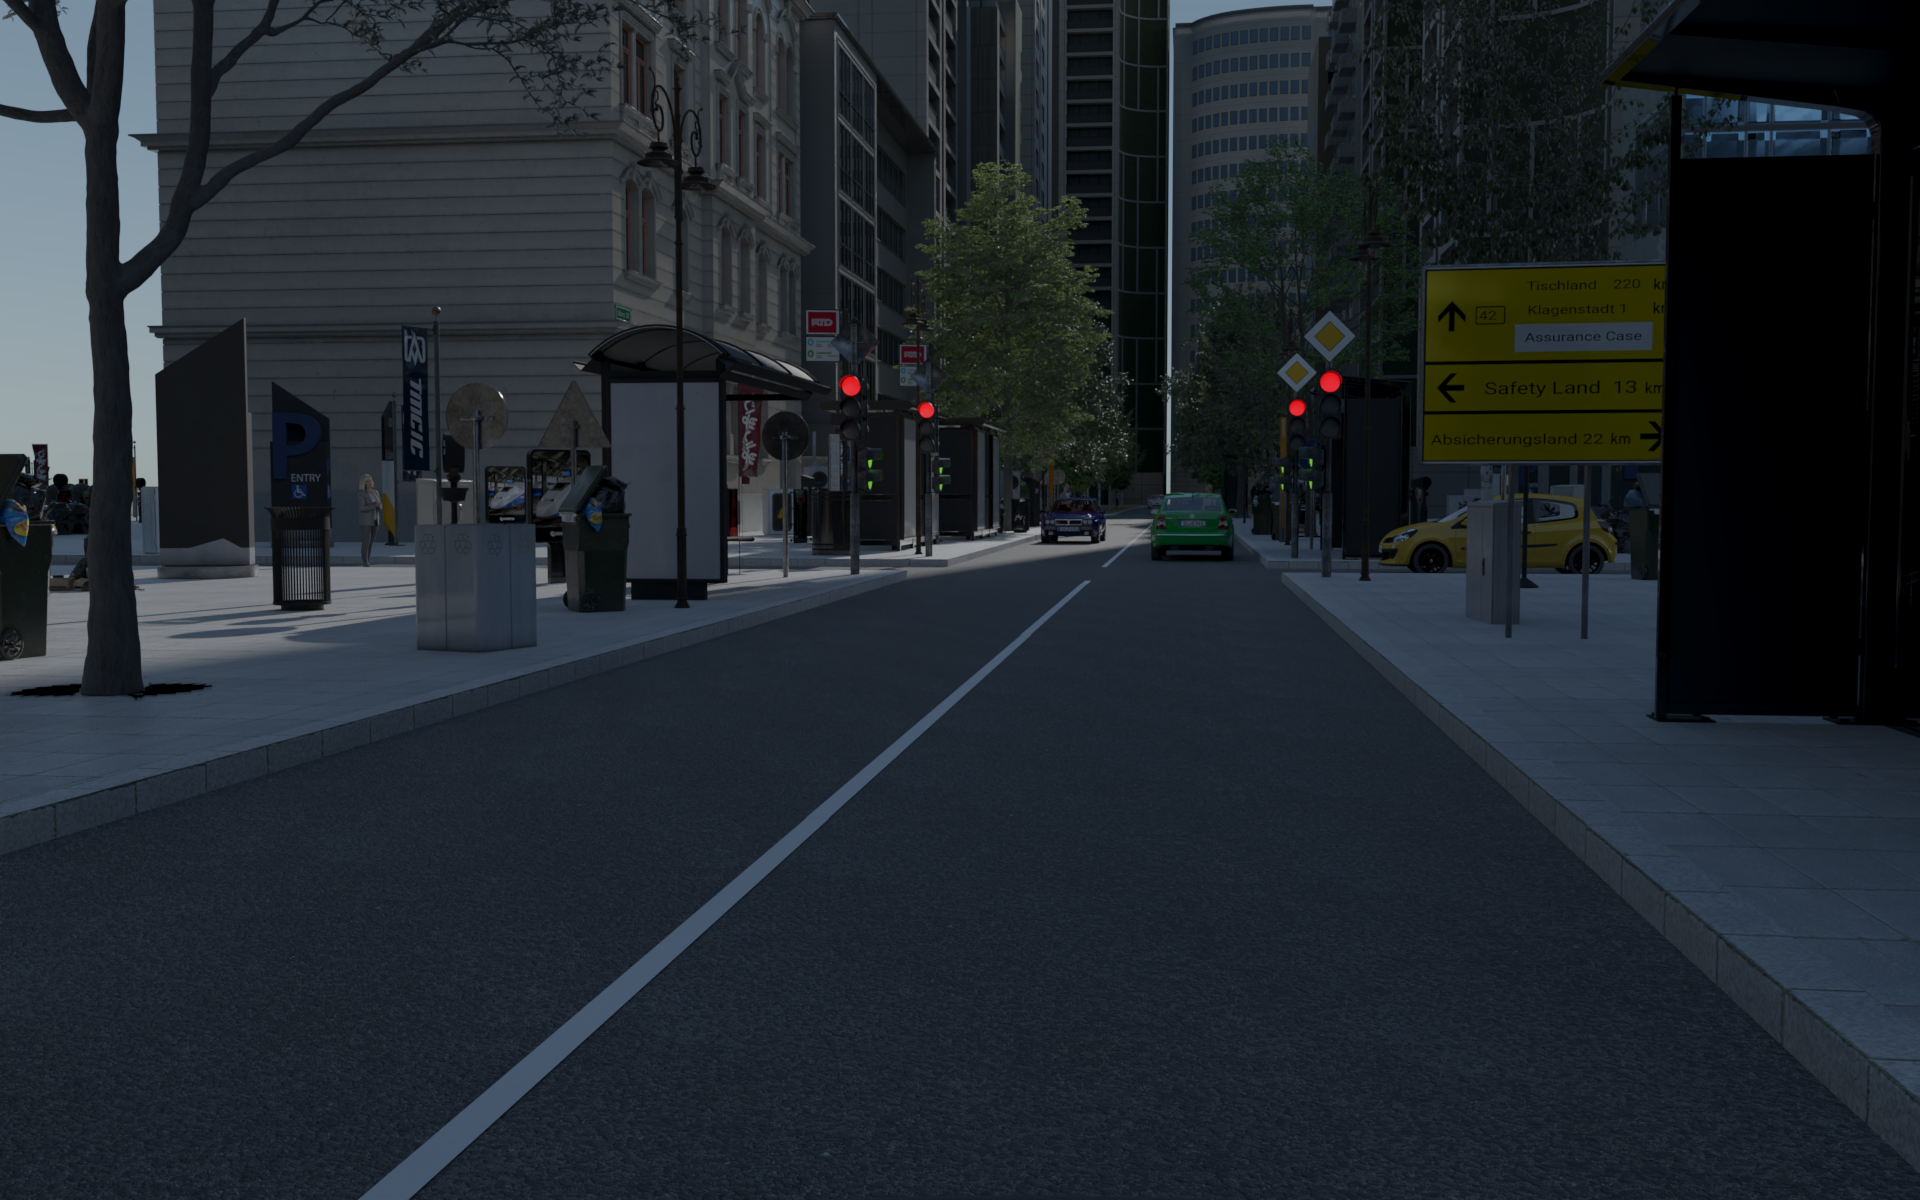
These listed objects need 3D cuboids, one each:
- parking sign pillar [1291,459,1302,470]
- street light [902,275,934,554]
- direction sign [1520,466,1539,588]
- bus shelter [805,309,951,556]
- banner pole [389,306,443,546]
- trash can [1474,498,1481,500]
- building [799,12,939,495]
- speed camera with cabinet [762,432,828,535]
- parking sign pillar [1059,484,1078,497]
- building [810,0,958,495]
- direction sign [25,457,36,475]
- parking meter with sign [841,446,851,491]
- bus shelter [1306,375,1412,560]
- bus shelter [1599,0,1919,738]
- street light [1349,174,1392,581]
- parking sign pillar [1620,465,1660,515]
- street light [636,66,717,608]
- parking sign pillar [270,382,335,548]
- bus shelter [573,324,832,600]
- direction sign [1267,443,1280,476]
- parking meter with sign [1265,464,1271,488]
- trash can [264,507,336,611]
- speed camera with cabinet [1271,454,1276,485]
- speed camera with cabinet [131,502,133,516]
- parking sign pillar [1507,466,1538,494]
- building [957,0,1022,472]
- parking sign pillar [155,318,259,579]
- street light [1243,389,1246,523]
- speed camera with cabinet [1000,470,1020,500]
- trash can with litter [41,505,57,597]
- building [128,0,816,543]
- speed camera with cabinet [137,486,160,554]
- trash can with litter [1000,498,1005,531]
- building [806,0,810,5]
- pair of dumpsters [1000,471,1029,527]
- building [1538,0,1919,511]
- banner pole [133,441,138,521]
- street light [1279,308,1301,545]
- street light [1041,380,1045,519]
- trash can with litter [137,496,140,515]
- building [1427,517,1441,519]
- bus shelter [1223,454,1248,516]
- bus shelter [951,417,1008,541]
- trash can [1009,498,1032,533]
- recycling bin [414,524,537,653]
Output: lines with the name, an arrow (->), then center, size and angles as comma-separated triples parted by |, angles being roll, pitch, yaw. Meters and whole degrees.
parking sign pillar -> 19.823, -6.948, 102.072 | 1.447, 3.967, 1.447 | 1, 4, 23
street light -> -0.883, -3.910, 36.717 | 0.468, 5.910, 1.993 | 0, 4, 7
direction sign -> 7.734, -1.935, 23.642 | 0.379, 3.537, 0.876 | 0, 4, -2
bus shelter -> -1.937, -3.827, 40.209 | 2.179, 5.291, 8.768 | 0, 4, 7
banner pole -> -7.091, -2.017, 22.988 | 0.401, 3.779, 0.863 | 2, 4, 27
trash can -> 18.532, -3.030, 61.197 | 0.748, 1.137, 0.748 | 0, 3, 0
building -> -10.090, -16.151, 83.128 | 14.314, 24.678, 30.058 | 0, 4, 7
speed camera with cabinet -> -5.155, -3.675, 54.424 | 2.038, 3.252, 0.660 | -2, 4, -25
parking sign pillar -> 6.190, -6.792, 99.514 | 1.447, 3.967, 1.447 | -3, 5, -41
building -> -1.980, -44.673, 168.647 | 20.611, 71.187, 20.563 | 0, 4, 7
direction sign -> -61.820, -7.551, 115.455 | 0.379, 3.537, 0.876 | 3, 5, 42
parking meter with sign -> -4.172, -4.047, 62.437 | 0.543, 3.016, 1.738 | -1, 4, -8
bus shelter -> 8.387, -2.780, 36.742 | 1.731, 3.624, 6.357 | 0, 4, 8
bus shelter -> 4.049, -0.941, 6.670 | 1.731, 3.624, 6.357 | 0, 4, 7
street light -> 5.989, -3.220, 25.437 | 0.468, 5.910, 1.993 | 0, 4, 7
parking sign pillar -> 16.252, -3.198, 40.758 | 1.447, 3.967, 1.447 | 1, 4, 20
street light -> -3.130, -2.847, 19.338 | 0.468, 5.910, 1.993 | 0, 4, 7
parking sign pillar -> -15.806, -3.245, 41.521 | 1.447, 3.967, 1.447 | 0, 4, -6
bus shelter -> -3.272, -1.803, 23.409 | 2.014, 3.302, 5.546 | 0, 4, 7
direction sign -> 14.030, -5.180, 76.693 | 0.876, 3.537, 0.379 | 1, 4, 16
parking meter with sign -> 18.252, -6.439, 101.541 | 0.543, 3.016, 1.738 | 1, 4, 21
trash can -> -7.306, -0.462, 19.208 | 0.748, 1.137, 0.748 | 0, 3, 0
speed camera with cabinet -> 15.041, -5.339, 81.633 | 0.660, 3.252, 2.038 | 0, 4, 7
speed camera with cabinet -> -49.244, -6.667, 103.349 | 0.660, 3.252, 2.038 | -3, 4, -39
parking sign pillar -> 25.405, -5.395, 76.688 | 1.447, 3.967, 1.447 | -3, 4, -36
building -> -2.720, -27.852, 138.973 | 14.154, 41.232, 14.086 | 0, 4, 7
parking sign pillar -> -11.609, -2.334, 26.634 | 1.447, 3.967, 1.447 | -1, 4, -12
street light -> 12.498, -6.308, 75.921 | 0.468, 5.910, 1.993 | 0, 4, 7
speed camera with cabinet -> 1.290, -4.411, 66.455 | 2.038, 3.252, 0.660 | -2, 4, -28
trash can with litter -> -11.664, -0.600, 21.193 | 1.055, 1.170, 0.624 | -3, 4, -36
building -> -13.599, -16.432, 56.045 | 14.401, 28.519, 23.554 | 0, 4, 7
speed camera with cabinet -> -16.698, -2.652, 37.703 | 0.660, 3.252, 2.038 | 3, 4, 39
trash can with litter -> 0.978, -2.833, 57.699 | 1.055, 1.170, 0.624 | 1, 4, 9
building -> -8.718, -41.781, 121.379 | 20.563, 71.187, 20.611 | 0, 4, 7
pair of dumpsters -> 1.876, -4.128, 69.987 | 1.574, 2.255, 4.437 | 0, 4, 8
building -> 33.683, -45.024, 48.811 | 31.000, 86.520, 22.319 | 0, 4, 7
banner pole -> -39.018, -5.593, 81.457 | 0.863, 3.779, 0.401 | -3, 5, -40
street light -> 8.202, -4.305, 43.180 | 0.468, 5.910, 1.993 | 0, 4, 7
street light -> 3.371, -5.939, 69.891 | 0.468, 5.910, 1.993 | 0, 4, 7
trash can with litter -> -52.801, -6.102, 111.157 | 0.624, 1.170, 1.055 | 1, 4, 13
building -> 34.055, -39.930, 91.102 | 20.563, 71.187, 20.611 | 0, 4, 7
bus shelter -> 16.310, -6.851, 103.289 | 1.731, 3.624, 6.357 | 0, 4, 8
bus shelter -> -0.201, -4.358, 48.882 | 2.179, 5.291, 8.768 | 0, 4, 8
trash can -> 2.013, -2.817, 57.705 | 0.748, 1.137, 0.748 | 0, 3, 0
recycling bin -> -4.027, -0.114, 14.425 | 0.722, 1.027, 0.722 | 2, 4, 26
